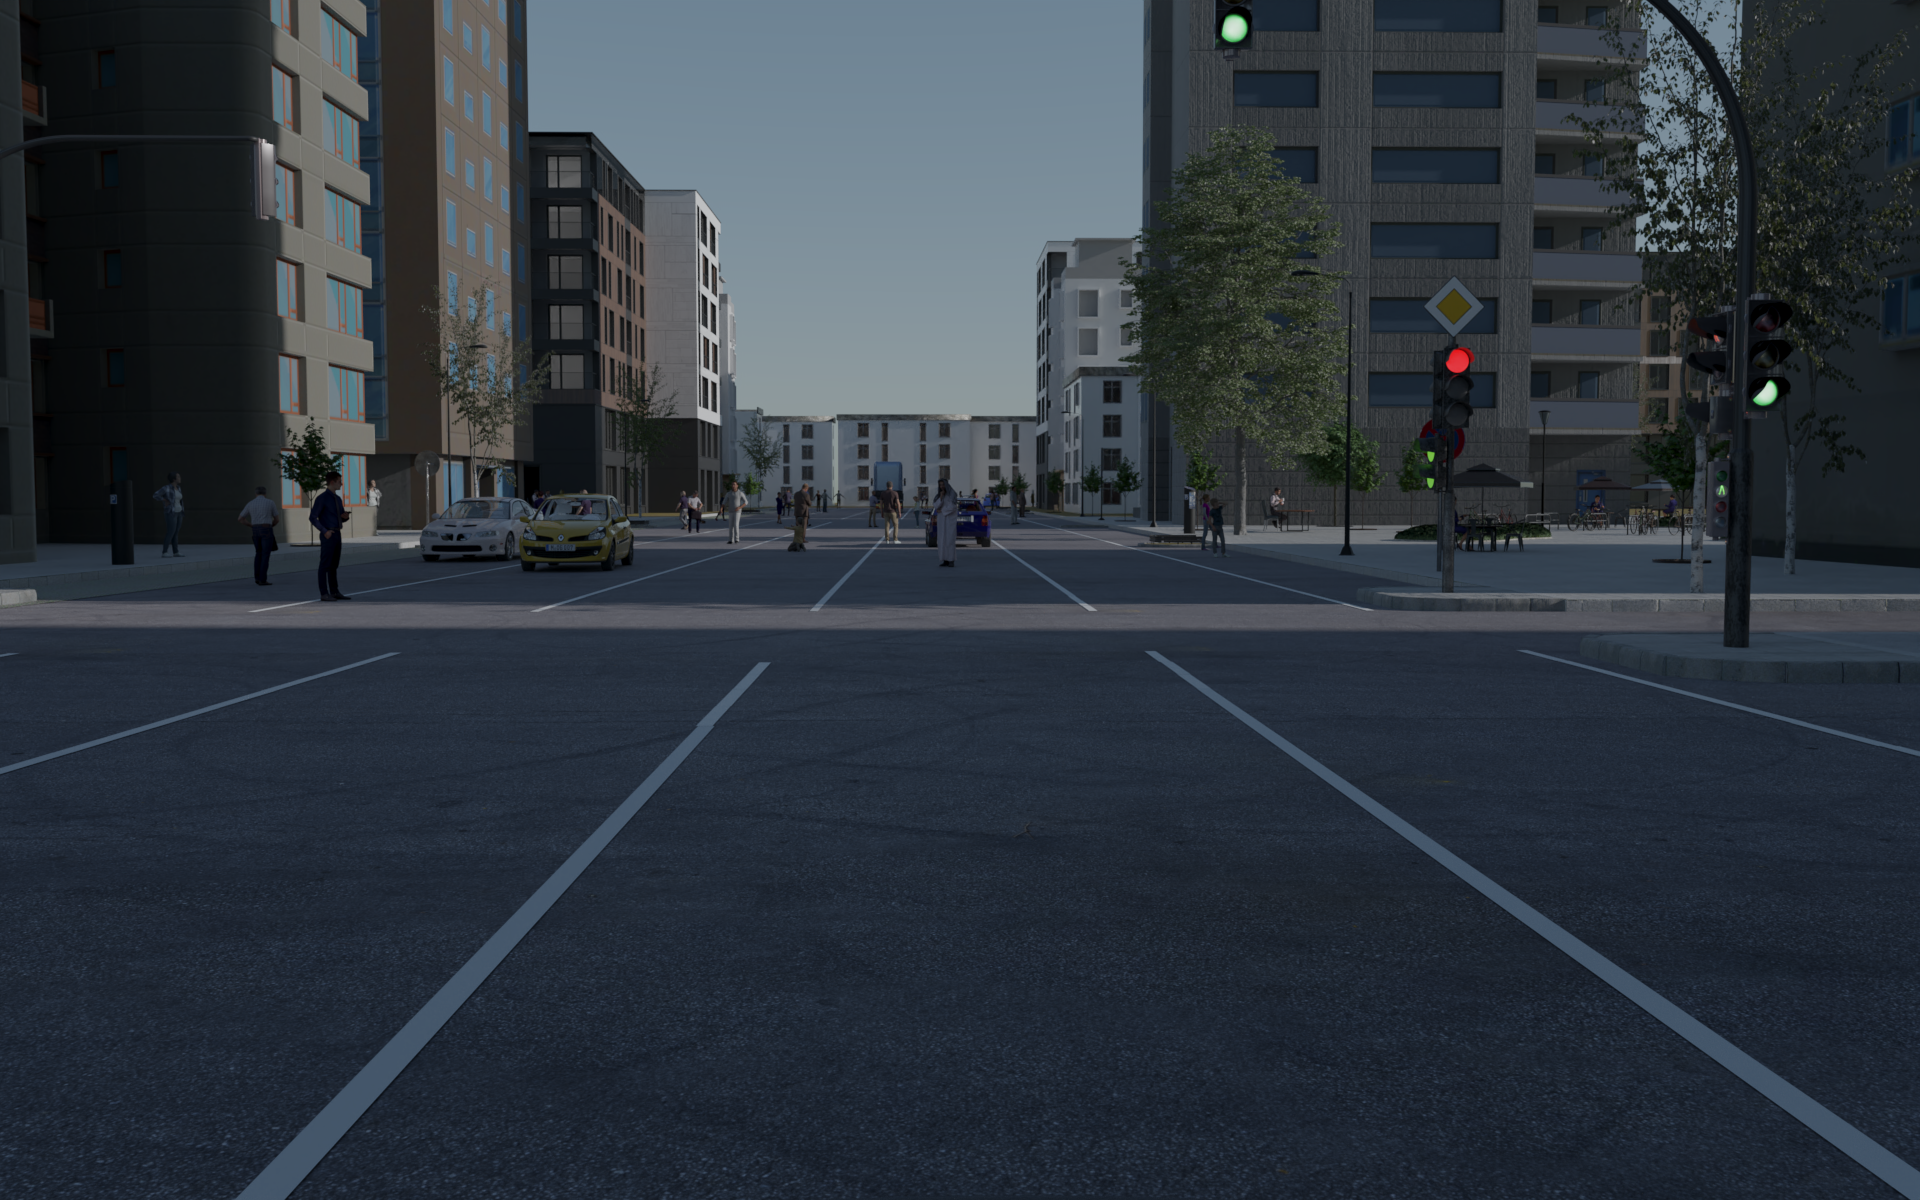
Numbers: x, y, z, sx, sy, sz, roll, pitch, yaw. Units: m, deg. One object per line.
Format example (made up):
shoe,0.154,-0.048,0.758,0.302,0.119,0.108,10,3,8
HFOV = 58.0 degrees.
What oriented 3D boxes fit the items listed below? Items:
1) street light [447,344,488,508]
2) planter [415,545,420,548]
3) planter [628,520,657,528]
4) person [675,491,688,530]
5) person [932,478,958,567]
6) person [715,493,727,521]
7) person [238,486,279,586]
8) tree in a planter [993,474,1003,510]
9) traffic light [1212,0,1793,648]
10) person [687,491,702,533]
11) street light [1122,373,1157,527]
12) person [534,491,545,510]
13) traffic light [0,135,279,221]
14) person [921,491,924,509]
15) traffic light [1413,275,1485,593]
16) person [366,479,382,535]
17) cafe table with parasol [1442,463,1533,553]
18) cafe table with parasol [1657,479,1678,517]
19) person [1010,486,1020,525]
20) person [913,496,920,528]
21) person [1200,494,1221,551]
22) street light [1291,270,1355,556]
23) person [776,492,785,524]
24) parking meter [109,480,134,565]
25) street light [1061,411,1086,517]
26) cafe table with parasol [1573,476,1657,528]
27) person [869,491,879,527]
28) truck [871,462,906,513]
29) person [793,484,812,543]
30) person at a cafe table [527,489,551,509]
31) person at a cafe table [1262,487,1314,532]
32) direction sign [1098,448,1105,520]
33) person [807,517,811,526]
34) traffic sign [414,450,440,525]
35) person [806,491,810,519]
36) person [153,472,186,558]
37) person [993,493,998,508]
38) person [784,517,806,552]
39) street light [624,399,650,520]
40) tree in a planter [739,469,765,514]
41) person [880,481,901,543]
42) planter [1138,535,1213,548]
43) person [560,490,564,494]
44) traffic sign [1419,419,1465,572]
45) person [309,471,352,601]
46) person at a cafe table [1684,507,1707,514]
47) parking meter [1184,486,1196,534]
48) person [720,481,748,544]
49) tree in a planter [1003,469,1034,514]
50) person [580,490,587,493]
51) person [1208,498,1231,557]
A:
street light,-15.340,-4.972,53.831,1.470,5.913,1.316,0,4,-1
planter,-13.458,-1.570,46.810,1.991,0.319,1.994,0,4,-1
planter,-13.990,-3.222,73.815,1.991,0.319,1.994,0,4,-1
person,-11.125,-3.601,69.584,0.569,1.553,0.471,-2,4,-23
person,-0.290,-1.529,34.170,0.551,1.740,0.621,1,4,13
person,-12.749,-4.978,92.425,0.613,1.512,0.480,-2,4,-34
person,-11.049,-1.015,27.308,0.614,1.554,0.590,0,4,-3
tree in a planter,3.771,-9.475,152.141,1.991,3.239,1.994,0,4,-1
traffic light,4.403,-2.422,14.271,4.771,5.953,1.251,0,4,-1
person,-9.726,-3.234,63.582,0.614,1.554,0.590,-2,4,-32
street light,6.931,-5.757,66.665,1.470,5.913,1.316,0,4,-1
person,-13.189,-2.662,54.393,0.453,1.535,0.546,-3,4,-37
traffic light,-11.155,-2.901,22.107,4.771,5.953,1.251,0,4,-1
person,-3.608,-9.905,170.903,0.568,1.767,0.683,-1,4,-18
traffic light,6.332,-2.050,22.438,0.839,4.253,0.868,0,4,-1
person,-18.205,-2.859,53.516,0.841,1.734,0.376,-3,5,-43
cafe table with parasol,11.679,-2.069,38.700,2.610,1.966,2.610,0,4,-8
cafe table with parasol,32.680,-4.651,80.903,2.610,1.966,2.610,2,4,29
person,2.585,-4.442,81.275,0.789,1.805,0.875,2,4,26
person,-1.835,-3.717,73.189,0.340,1.345,0.435,-3,5,-39
person,6.416,-1.973,43.994,0.776,1.435,0.726,1,4,15
street light,7.558,-3.886,36.069,1.470,5.913,1.316,0,4,-1
person,-8.529,-4.397,82.755,0.546,1.535,0.453,1,4,18
parking meter,-15.224,-1.410,31.457,0.372,1.533,0.369,0,3,0
street light,6.352,-7.628,97.262,1.470,5.913,1.316,0,4,-1
cafe table with parasol,24.413,-3.732,65.880,2.610,1.966,2.610,-1,4,-20
person,-3.751,-3.934,74.883,0.319,1.574,0.516,-3,5,-41
truck,-5.748,-9.041,137.572,2.967,4.110,18.799,0,4,-2
person,-4.618,-2.553,50.926,0.565,1.739,0.600,0,4,8
person at a cafe table,-23.315,-5.390,96.638,1.622,1.524,1.698,-1,4,-14
person at a cafe table,11.234,-3.129,59.671,1.622,1.524,1.698,1,4,22
direction sign,6.938,-5.675,84.789,0.379,3.537,0.876,0,4,1
person,-6.983,-3.668,76.765,0.655,0.850,0.859,3,4,36
traffic sign,-15.547,-3.085,50.548,0.768,2.556,0.104,0,4,4
person,-9.024,-5.612,100.119,0.709,1.838,0.599,-3,5,-42
person,-16.008,-1.738,35.190,0.376,1.734,0.841,1,4,12
person,3.433,-9.652,167.777,0.593,1.643,0.415,0,4,4
person,-4.115,-1.638,43.210,0.347,0.859,0.695,-3,5,-41
street light,-15.889,-6.881,85.041,1.470,5.913,1.316,0,4,-1
tree in a planter,-15.007,-7.746,123.861,1.991,3.239,1.994,0,4,-1
person,-2.005,-2.550,50.329,0.598,1.807,0.434,1,4,23
planter,5.877,-1.594,47.206,1.991,0.319,1.994,0,4,-1
person,-20.824,-5.032,90.862,0.613,1.512,0.480,3,5,43
traffic sign,7.940,-1.745,28.630,0.768,2.556,0.104,0,4,2
person,-8.392,-0.860,23.259,0.504,1.737,0.576,0,4,2
person at a cafe table,32.658,-3.939,75.255,1.698,1.238,1.726,-3,5,-43
parking meter,7.423,-2.910,55.984,0.372,1.533,0.369,0,3,0
person,-6.518,-2.508,49.649,0.875,1.805,0.789,0,4,8
tree in a planter,4.302,-7.807,124.864,1.991,3.239,1.994,0,4,-1
person,-10.692,-2.365,49.380,0.569,1.553,0.471,-3,5,-41
person,5.877,-1.641,39.232,0.435,1.345,0.340,-2,4,-32
